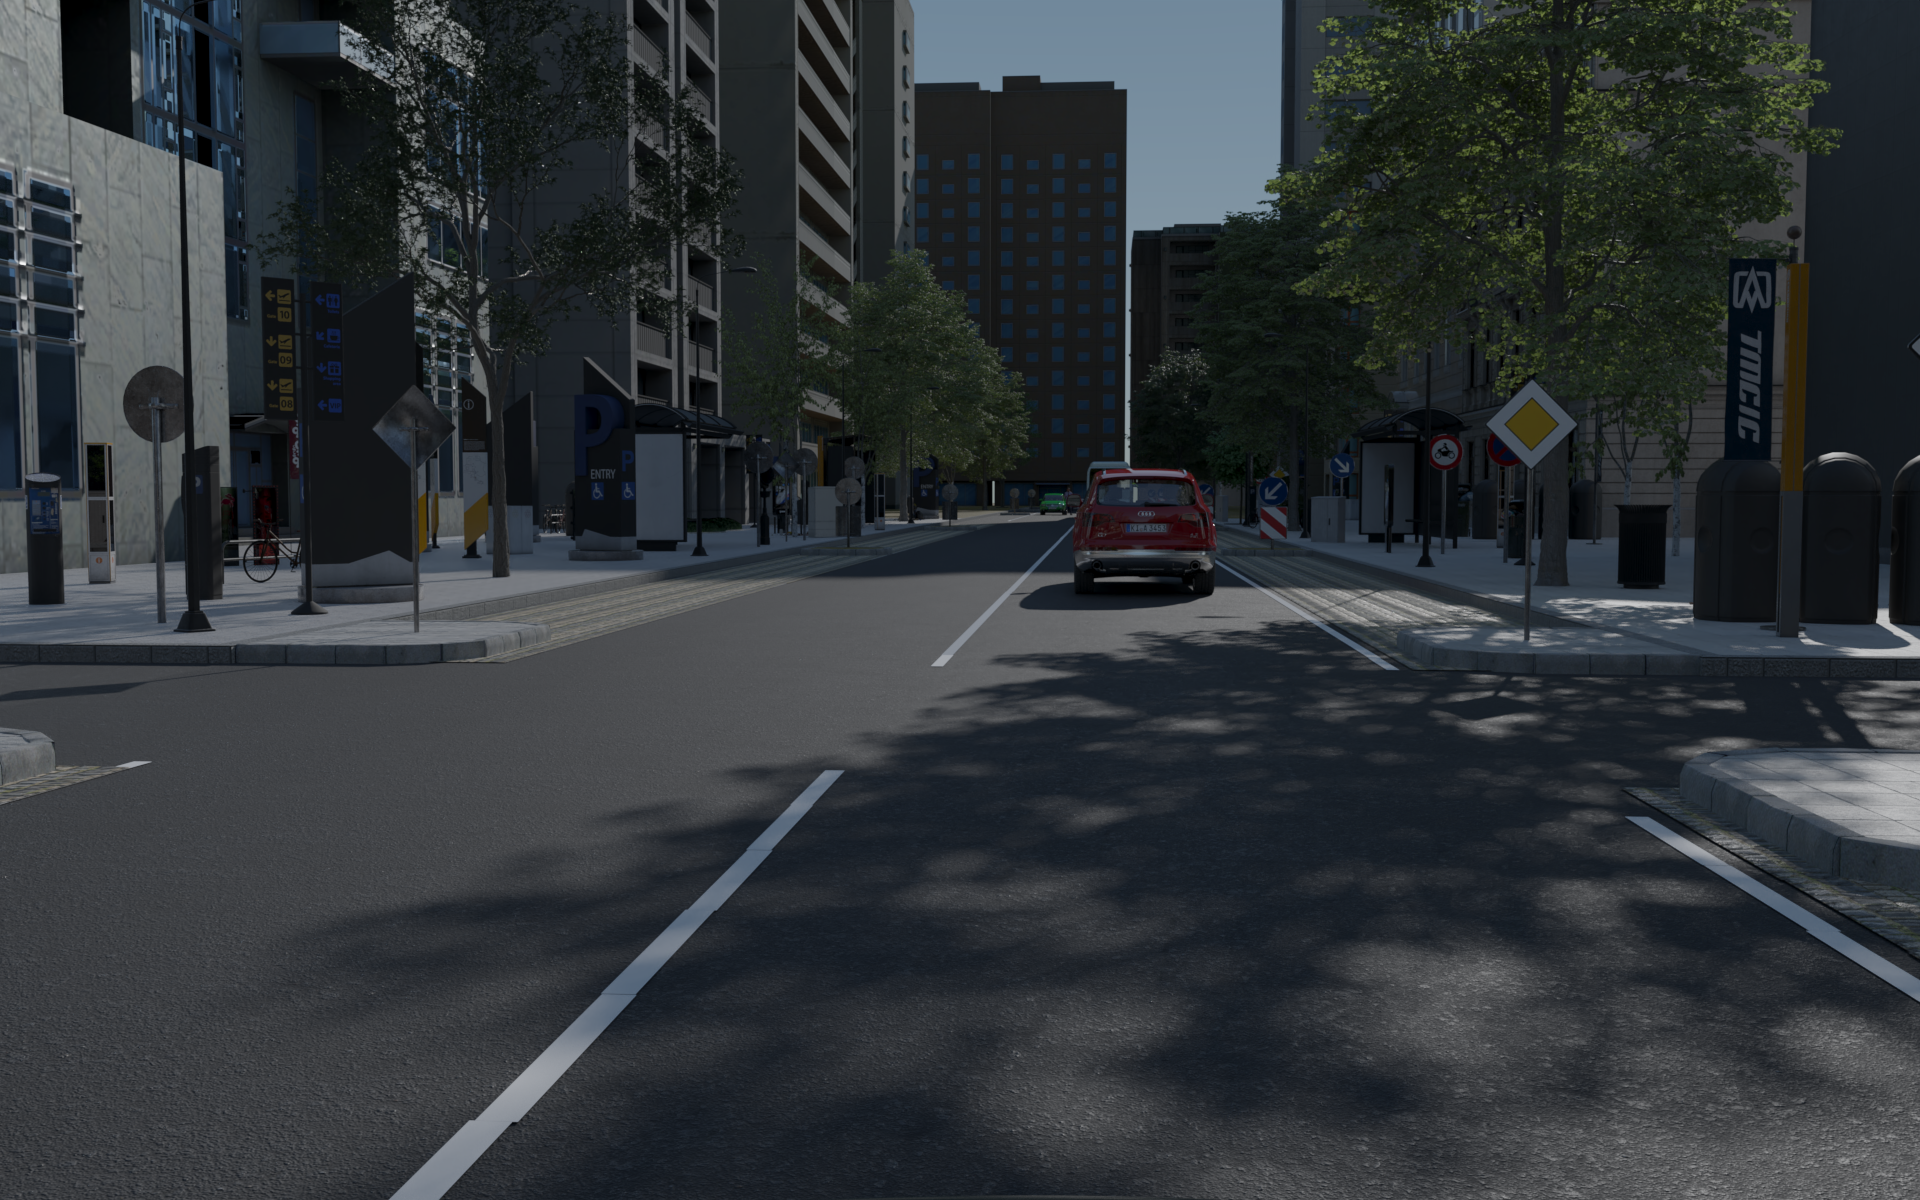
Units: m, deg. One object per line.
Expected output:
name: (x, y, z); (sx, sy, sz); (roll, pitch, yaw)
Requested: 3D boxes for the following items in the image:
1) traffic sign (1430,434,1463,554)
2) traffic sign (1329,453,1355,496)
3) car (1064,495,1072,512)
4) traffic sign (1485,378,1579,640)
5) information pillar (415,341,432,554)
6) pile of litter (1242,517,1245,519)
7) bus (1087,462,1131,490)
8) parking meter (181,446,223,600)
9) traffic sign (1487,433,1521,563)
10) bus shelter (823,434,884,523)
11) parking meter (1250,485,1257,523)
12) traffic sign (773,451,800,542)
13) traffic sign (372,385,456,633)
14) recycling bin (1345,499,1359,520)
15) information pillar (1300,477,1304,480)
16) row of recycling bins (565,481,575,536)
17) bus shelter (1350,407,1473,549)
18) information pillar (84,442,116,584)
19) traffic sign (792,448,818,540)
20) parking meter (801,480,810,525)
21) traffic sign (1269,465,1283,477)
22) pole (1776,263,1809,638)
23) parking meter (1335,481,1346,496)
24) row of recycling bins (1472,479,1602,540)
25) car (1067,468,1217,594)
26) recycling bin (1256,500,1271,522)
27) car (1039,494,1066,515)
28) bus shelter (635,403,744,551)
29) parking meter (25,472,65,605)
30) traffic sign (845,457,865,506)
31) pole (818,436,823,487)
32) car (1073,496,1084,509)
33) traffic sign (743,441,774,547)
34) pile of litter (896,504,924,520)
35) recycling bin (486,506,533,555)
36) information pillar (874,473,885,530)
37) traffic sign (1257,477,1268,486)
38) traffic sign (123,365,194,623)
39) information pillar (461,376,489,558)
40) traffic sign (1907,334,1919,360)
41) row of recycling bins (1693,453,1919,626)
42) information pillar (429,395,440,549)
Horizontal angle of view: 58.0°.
traffic sign: (10.302, -2.249, 36.884); (0.768, 2.556, 0.104); (0, 4, 5)
traffic sign: (11.884, -3.292, 53.925); (0.768, 2.556, 0.104); (1, 4, 13)
car: (8.347, -7.958, 142.685); (1.945, 1.354, 3.894); (0, 4, 6)
traffic sign: (4.973, -0.703, 15.141); (0.795, 2.450, 0.064); (0, 4, 5)
information pillar: (-7.318, -1.927, 22.854); (0.504, 3.616, 0.183); (-3, 4, -37)
pile of litter: (14.993, -4.498, 87.505); (1.176, 0.858, 1.719); (-1, 4, -22)
bus: (9.194, -6.739, 105.038); (2.948, 3.499, 13.247); (0, 4, 6)
parking meter: (-9.211, -0.938, 21.039); (0.399, 1.863, 0.255); (1, 4, 14)
traffic sign: (10.163, -1.963, 32.195); (0.768, 2.556, 0.104); (0, 4, 8)
bus shelter: (-4.321, -4.837, 70.365); (1.731, 3.624, 6.357); (0, 4, 5)
parking meter: (12.878, -4.329, 76.487); (0.399, 1.863, 0.255); (0, 4, 1)
traffic sign: (-4.667, -2.774, 46.538); (0.795, 2.450, 0.064); (1, 4, 13)
traffic sign: (-5.034, -0.756, 15.997); (0.795, 2.450, 0.064); (0, 4, 5)
recycling bin: (19.261, -4.430, 84.977); (0.722, 1.027, 0.722); (-1, 4, -20)
information pillar: (14.356, -4.185, 72.914); (0.304, 2.012, 0.304); (0, 4, 0)
row of recycling bins: (-10.491, -2.778, 52.528); (3.534, 1.692, 1.069); (2, 4, 25)
bus shelter: (11.099, -3.004, 43.035); (2.014, 3.302, 5.546); (0, 4, 5)
information pillar: (-12.312, -1.242, 24.806); (0.304, 2.012, 0.304); (-1, 4, -12)
traffic sign: (-4.301, -2.918, 47.814); (0.768, 2.556, 0.104); (1, 4, 10)
parking meter: (-6.410, -4.051, 71.946); (0.255, 1.863, 0.399); (1, 4, 16)
traffic sign: (12.554, -4.095, 68.138); (0.795, 2.450, 0.064); (0, 4, 7)
pole: (7.426, -1.321, 15.449); (0.158, 3.312, 0.155); (0, 3, 0)
parking meter: (16.701, -4.302, 76.053); (0.399, 1.863, 0.255); (-2, 4, -25)
row of recycling bins: (16.356, -2.565, 49.057); (3.534, 1.692, 1.069); (0, 4, 4)
car: (2.753, -1.081, 26.352); (2.281, 1.827, 5.304); (0, 4, 4)
recycling bin: (13.696, -4.053, 78.814); (0.722, 1.027, 0.722); (-1, 4, -19)
car: (6.491, -6.791, 119.831); (1.959, 1.807, 4.718); (0, 4, 6)
bus shelter: (-6.689, -2.893, 41.222); (2.014, 3.302, 5.546); (0, 4, 5)
parking meter: (-10.658, -0.719, 20.169); (0.372, 1.533, 0.369); (0, 3, 0)
traffic sign: (-3.610, -3.590, 58.806); (0.768, 2.556, 0.104); (0, 4, 7)
pole: (-4.894, -4.094, 60.783); (0.158, 3.312, 0.155); (0, 3, 0)
car: (10.002, -8.657, 153.899); (2.083, 1.381, 4.827); (0, 4, 6)
traffic sign: (-4.887, -2.558, 41.925); (0.768, 2.556, 0.104); (1, 4, 14)
pile of litter: (-2.545, -4.457, 86.840); (1.719, 0.858, 1.176); (-1, 4, -16)
recycling bin: (-9.644, -1.500, 37.073); (0.722, 1.027, 0.722); (2, 4, 32)
information pillar: (-2.838, -3.469, 61.217); (0.304, 2.012, 0.304); (-1, 4, -22)
traffic sign: (15.504, -5.464, 89.444); (0.768, 2.556, 0.104); (0, 4, 7)
traffic sign: (-7.950, -1.044, 17.174); (0.768, 2.556, 0.104); (1, 4, 9)
information pillar: (-9.673, -2.639, 34.506); (0.504, 3.616, 0.183); (0, 4, 1)
traffic sign: (4.306, -0.217, 7.184); (0.795, 2.450, 0.064); (0, 4, 5)
row of recycling bins: (9.244, -0.620, 17.253); (3.534, 1.692, 1.069); (1, 4, 14)
information pillar: (-12.361, -3.018, 40.699); (0.183, 3.616, 0.504); (-2, 4, -29)
